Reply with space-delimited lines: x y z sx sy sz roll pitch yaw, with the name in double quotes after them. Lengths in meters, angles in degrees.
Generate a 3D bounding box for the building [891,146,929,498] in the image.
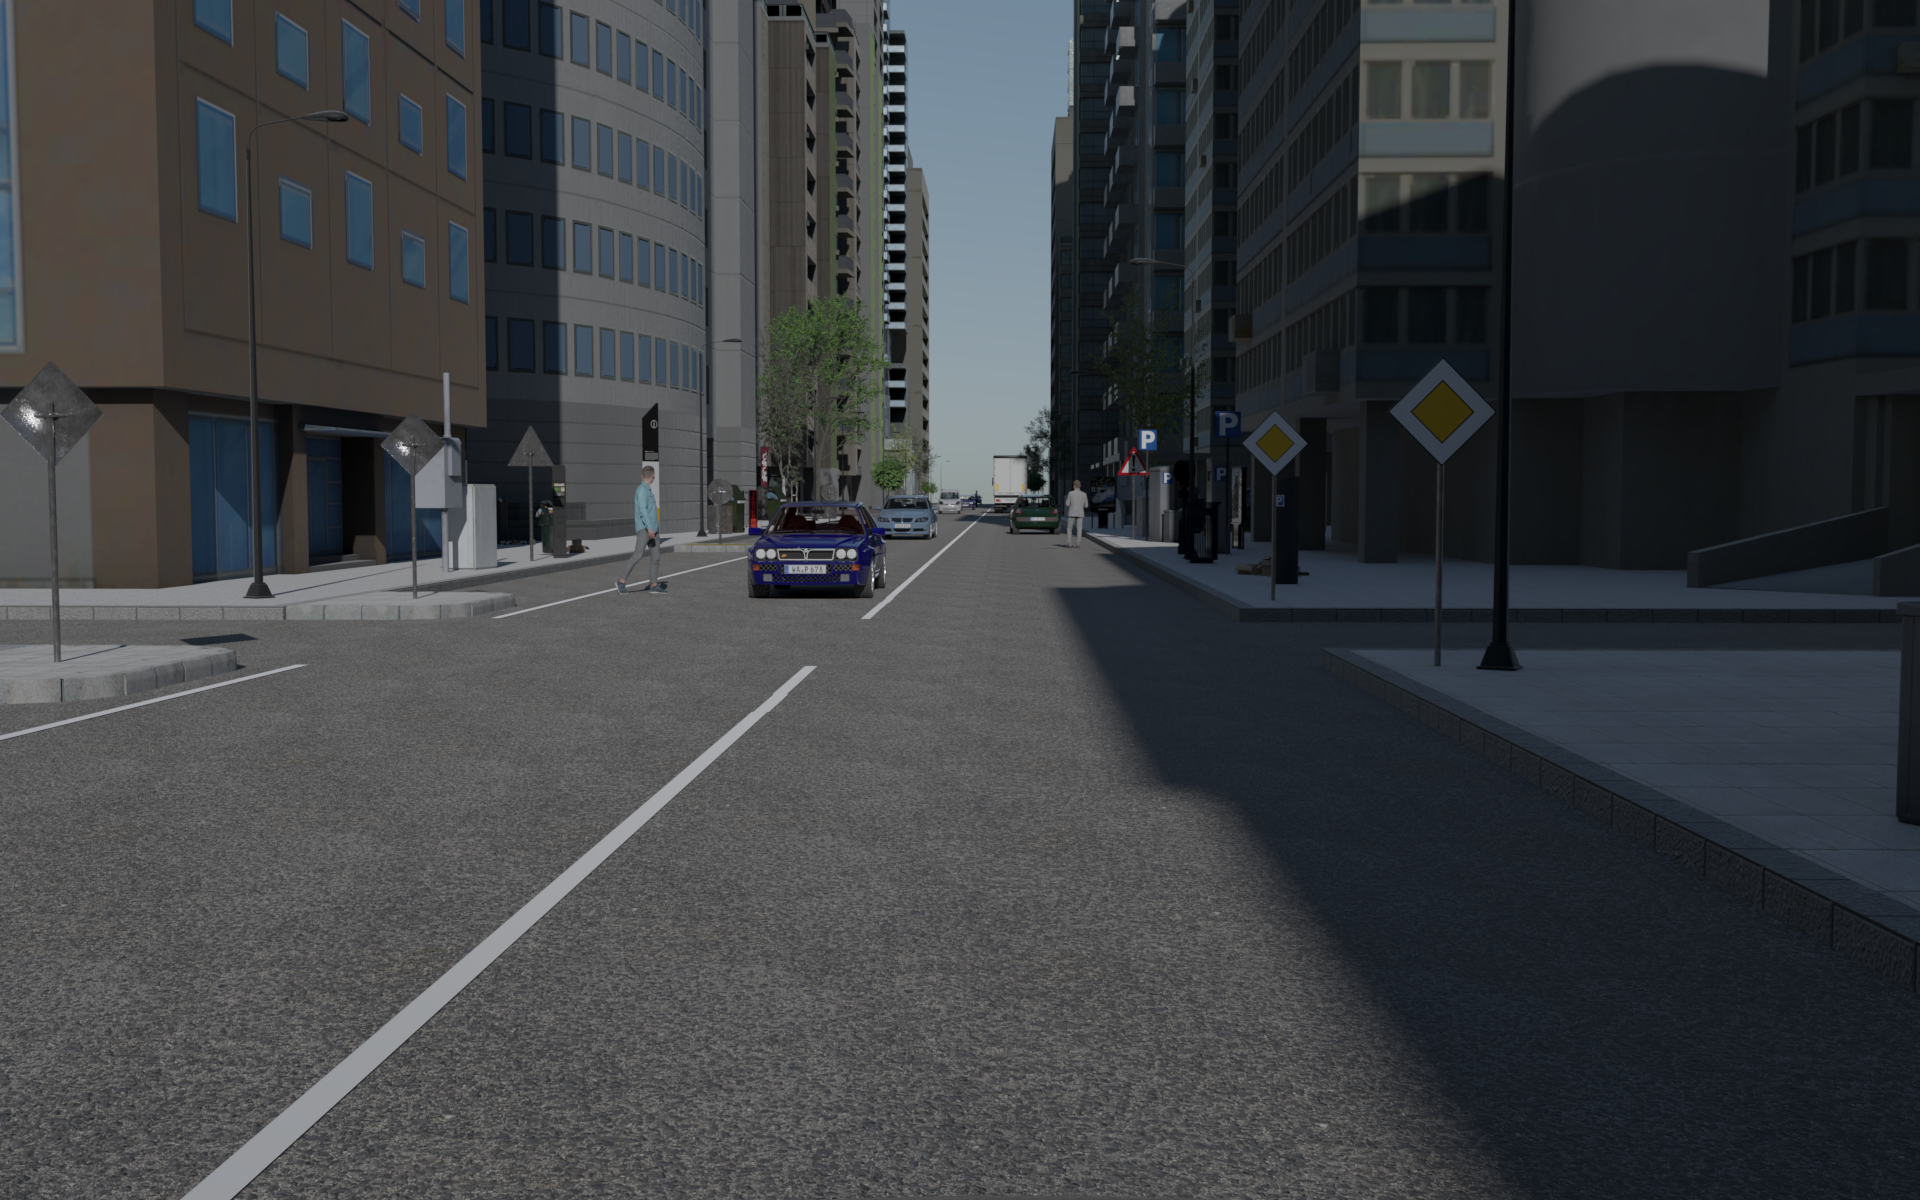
-15.470 -37.966 244.452 21.300 48.544 21.600 0 4 2 "building"

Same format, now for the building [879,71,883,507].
-14.677 -29.204 161.076 14.154 41.232 14.086 0 4 2 "building"

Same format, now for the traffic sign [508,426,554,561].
-8.170 -2.016 32.973 0.884 2.594 0.081 0 4 2 "traffic sign"

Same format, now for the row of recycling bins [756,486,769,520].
-10.754 -4.824 85.983 3.534 1.692 1.069 3 5 41 "row of recycling bins"

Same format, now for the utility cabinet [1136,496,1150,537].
5.568 -2.529 52.503 0.306 1.237 1.020 0 4 -4 "utility cabinet"

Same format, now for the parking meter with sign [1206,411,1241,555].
5.608 -2.516 37.394 0.543 3.016 1.738 0 4 -2 "parking meter with sign"

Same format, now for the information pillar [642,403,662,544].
-7.894 -3.237 44.275 0.183 3.616 0.504 3 5 40 "information pillar"

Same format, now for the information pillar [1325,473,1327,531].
12.559 -3.406 60.180 0.304 2.012 0.304 0 4 1 "information pillar"

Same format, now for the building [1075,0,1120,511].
15.946 -27.533 133.751 14.154 41.232 14.086 0 4 2 "building"

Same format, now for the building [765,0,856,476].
-19.220 -28.742 124.549 22.147 44.769 28.867 0 4 2 "building"

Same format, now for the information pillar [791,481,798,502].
-9.216 -5.631 96.554 0.304 2.012 0.304 0 4 5 "information pillar"

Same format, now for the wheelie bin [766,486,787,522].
-7.467 -3.814 70.263 0.693 1.594 0.980 1 4 20 "wheelie bin"

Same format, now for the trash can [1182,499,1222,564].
4.489 -1.255 32.177 0.748 1.137 0.748 0 3 0 "trash can"

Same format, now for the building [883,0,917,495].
-16.365 -55.308 216.962 22.319 86.520 31.000 0 4 2 "building"

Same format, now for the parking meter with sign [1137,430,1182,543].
5.373 -3.058 46.255 0.543 3.016 1.738 -1 4 -21 "parking meter with sign"

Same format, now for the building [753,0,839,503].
-14.979 -20.288 103.415 14.160 30.474 14.107 0 4 2 "building"

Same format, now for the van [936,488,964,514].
-0.735 -7.180 124.406 2.013 2.044 4.112 0 3 0 "van"

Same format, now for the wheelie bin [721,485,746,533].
-7.507 -3.005 57.039 0.693 1.594 0.980 1 4 21 "wheelie bin"

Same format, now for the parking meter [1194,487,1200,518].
8.778 -3.448 64.792 0.372 1.533 0.369 0 3 0 "parking meter"

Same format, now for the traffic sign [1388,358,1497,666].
3.557 -0.563 12.848 0.795 2.450 0.064 0 4 2 "traffic sign"

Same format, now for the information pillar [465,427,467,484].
-12.193 -3.109 42.185 0.183 3.616 0.504 1 4 21 "information pillar"

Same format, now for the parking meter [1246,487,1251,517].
10.674 -3.400 64.002 0.372 1.533 0.369 0 3 0 "parking meter"

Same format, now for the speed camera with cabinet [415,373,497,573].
-8.463 -2.124 29.061 0.660 3.252 2.038 1 4 8 "speed camera with cabinet"

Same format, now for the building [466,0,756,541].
-19.470 -31.541 57.700 21.231 58.520 28.212 0 4 2 "building"

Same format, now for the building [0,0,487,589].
-17.198 -23.166 28.879 14.600 45.320 14.200 0 4 2 "building"

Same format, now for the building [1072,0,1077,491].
20.573 -37.461 154.479 21.231 58.520 28.212 0 4 2 "building"

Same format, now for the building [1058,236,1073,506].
18.123 -25.907 195.272 14.160 30.474 14.107 0 4 2 "building"

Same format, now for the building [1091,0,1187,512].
20.822 -30.063 111.143 23.786 49.044 30.456 0 4 2 "building"

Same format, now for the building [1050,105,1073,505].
22.041 -36.009 212.441 21.300 48.544 21.600 0 4 2 "building"

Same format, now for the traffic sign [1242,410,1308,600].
3.774 -1.051 20.830 0.795 2.450 0.064 0 4 2 "traffic sign"

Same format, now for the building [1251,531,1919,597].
18.831 -21.062 36.240 23.993 40.220 32.217 0 4 2 "building"

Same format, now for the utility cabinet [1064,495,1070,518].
5.966 -5.042 93.603 0.306 1.237 1.020 2 4 27 "utility cabinet"

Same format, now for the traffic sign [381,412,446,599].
-6.665 -1.070 21.134 0.795 2.450 0.064 0 4 2 "traffic sign"

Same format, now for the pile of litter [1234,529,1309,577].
4.956 -0.830 27.531 1.176 0.858 1.719 1 4 10 "pile of litter"

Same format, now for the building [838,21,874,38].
-14.678 -28.292 146.167 14.154 41.232 14.086 0 4 2 "building"

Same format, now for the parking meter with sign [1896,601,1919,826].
4.522 -0.647 6.844 1.738 3.016 0.543 -1 4 -23 "parking meter with sign"

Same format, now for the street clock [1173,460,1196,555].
4.765 -1.971 36.798 0.358 2.002 0.471 -2 4 -35 "street clock"

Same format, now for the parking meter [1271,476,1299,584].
4.644 -0.997 24.715 0.372 1.533 0.369 0 3 0 "parking meter"

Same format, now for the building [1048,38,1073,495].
23.713 -56.589 237.894 22.319 86.520 31.000 0 4 2 "building"

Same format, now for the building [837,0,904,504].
-16.730 -46.081 191.673 20.563 71.187 20.611 0 4 2 "building"

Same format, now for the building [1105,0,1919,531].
22.931 -23.529 76.583 32.217 40.220 23.993 0 4 2 "building"

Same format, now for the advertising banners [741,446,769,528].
-7.570 -4.094 63.116 0.090 3.025 2.074 2 4 31 "advertising banners"

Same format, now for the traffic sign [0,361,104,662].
-6.883 -0.582 13.152 0.795 2.450 0.064 0 4 2 "traffic sign"

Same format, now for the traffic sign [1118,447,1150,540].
4.828 -2.946 48.178 0.884 2.594 0.081 0 4 7 "traffic sign"

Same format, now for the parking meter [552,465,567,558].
-8.017 -1.770 34.644 0.255 1.863 0.399 -1 4 -15 "parking meter"

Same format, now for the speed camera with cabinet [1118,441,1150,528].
6.789 -4.263 64.040 2.038 3.252 0.660 3 5 44 "speed camera with cabinet"
